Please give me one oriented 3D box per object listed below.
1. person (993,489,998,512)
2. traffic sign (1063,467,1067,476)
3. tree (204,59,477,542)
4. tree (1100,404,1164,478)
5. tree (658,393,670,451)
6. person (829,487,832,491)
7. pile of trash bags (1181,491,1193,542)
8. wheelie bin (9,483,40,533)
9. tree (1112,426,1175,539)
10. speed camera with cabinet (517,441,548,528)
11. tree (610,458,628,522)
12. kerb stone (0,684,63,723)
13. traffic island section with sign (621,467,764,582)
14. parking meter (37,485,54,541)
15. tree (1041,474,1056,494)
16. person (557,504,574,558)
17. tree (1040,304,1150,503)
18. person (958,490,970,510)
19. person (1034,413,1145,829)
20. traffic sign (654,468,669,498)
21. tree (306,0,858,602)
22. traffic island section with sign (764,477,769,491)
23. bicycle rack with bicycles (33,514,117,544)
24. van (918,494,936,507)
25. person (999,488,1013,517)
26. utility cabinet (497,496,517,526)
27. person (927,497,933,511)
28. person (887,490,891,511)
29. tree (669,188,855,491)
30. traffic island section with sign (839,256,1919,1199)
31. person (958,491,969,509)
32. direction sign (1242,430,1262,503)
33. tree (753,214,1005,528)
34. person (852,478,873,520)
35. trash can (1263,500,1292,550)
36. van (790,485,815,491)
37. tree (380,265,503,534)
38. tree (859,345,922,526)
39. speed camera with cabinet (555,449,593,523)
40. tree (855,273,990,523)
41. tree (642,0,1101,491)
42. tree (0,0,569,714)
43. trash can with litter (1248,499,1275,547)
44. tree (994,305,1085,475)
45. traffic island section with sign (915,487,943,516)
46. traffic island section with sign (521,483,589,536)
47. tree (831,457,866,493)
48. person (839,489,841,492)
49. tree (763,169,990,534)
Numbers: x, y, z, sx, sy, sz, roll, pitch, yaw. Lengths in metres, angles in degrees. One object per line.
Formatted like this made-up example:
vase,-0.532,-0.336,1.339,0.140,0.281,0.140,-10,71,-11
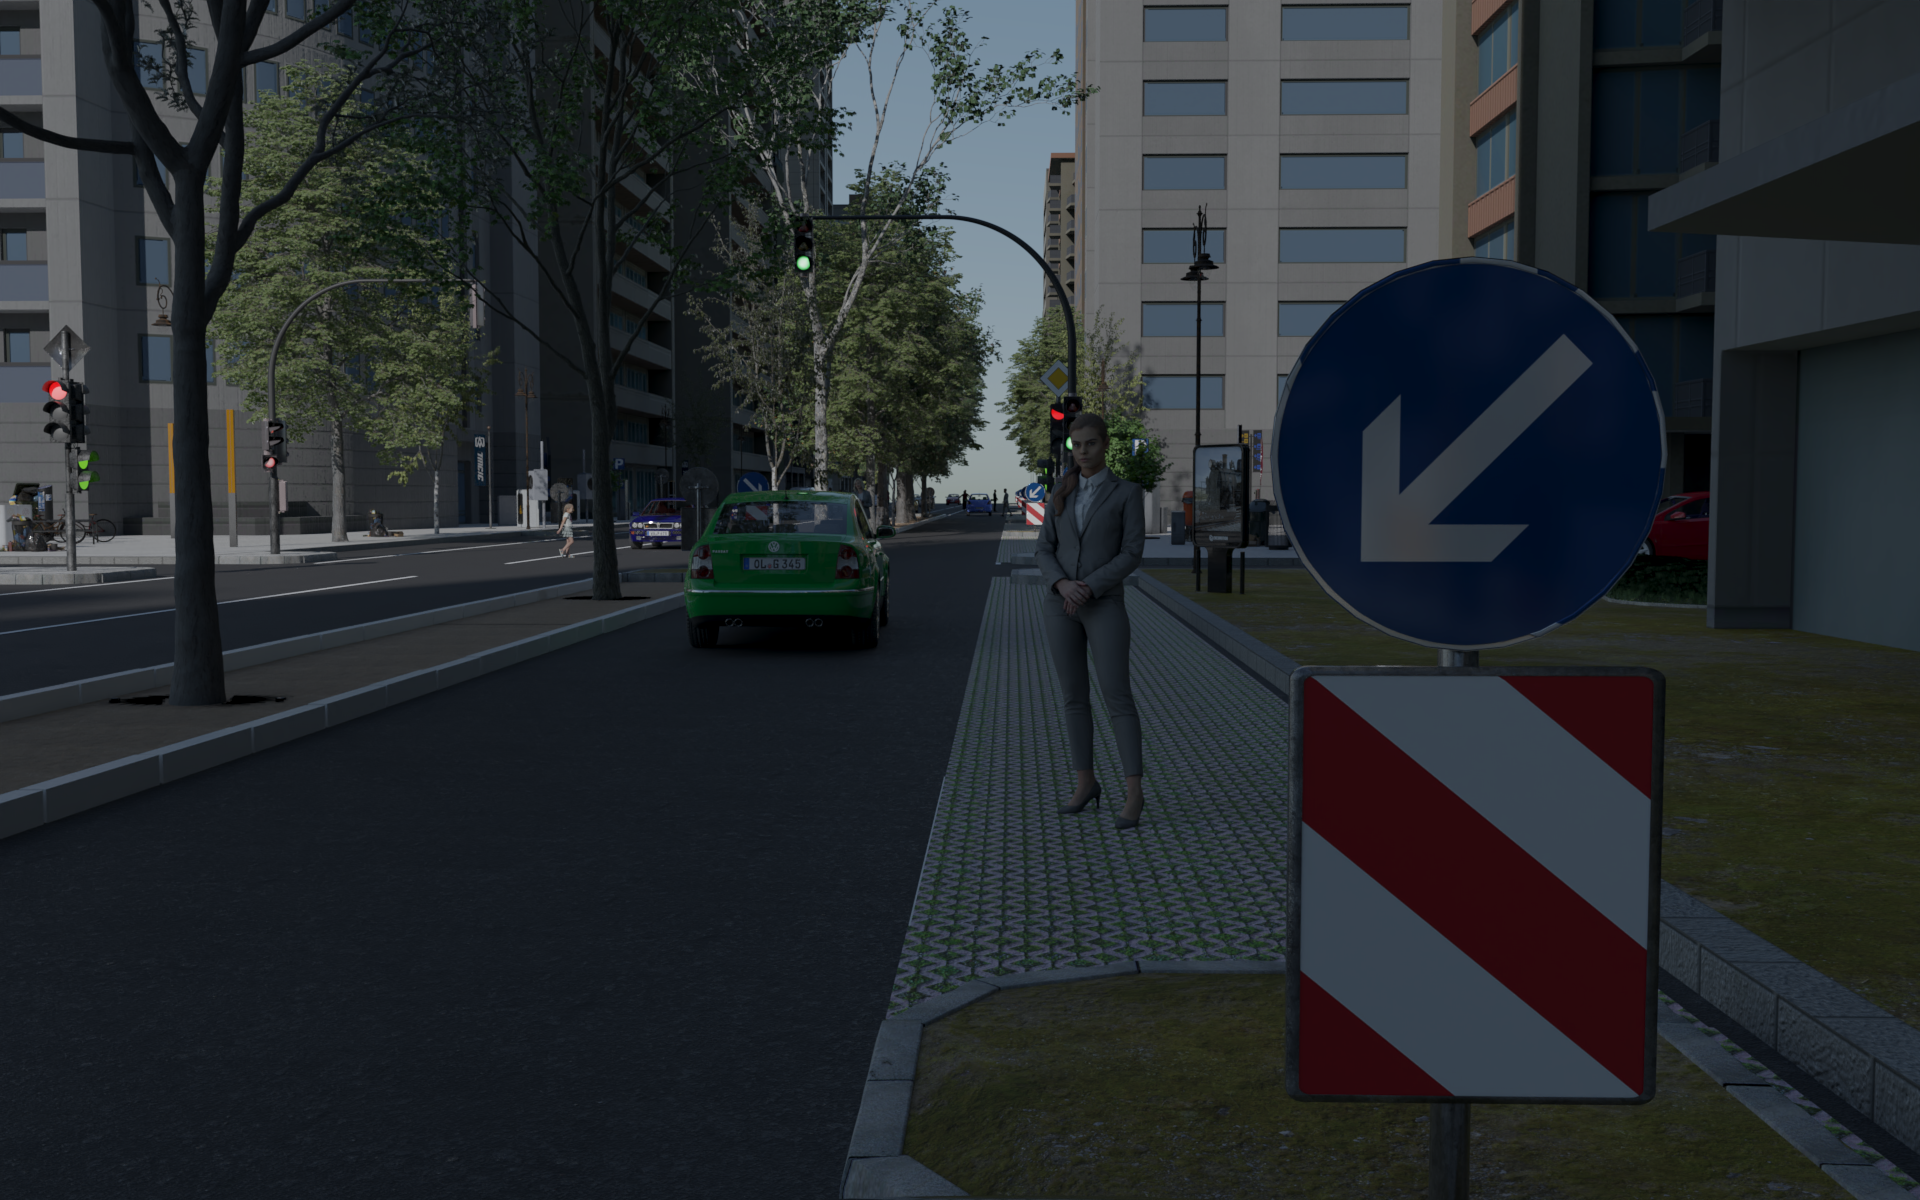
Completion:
person,2.883,-8.115,141.198,0.705,1.821,1.348,-1,4,-10
traffic sign,5.027,-4.789,78.404,0.768,2.556,0.104,0,4,6
tree,-17.116,-7.835,46.230,7.486,12.596,7.792,0,3,0
tree,5.805,-4.875,63.416,4.285,4.588,4.351,0,3,0
tree,-15.021,-9.135,99.721,4.360,8.622,3.978,0,3,0
person,-7.846,-5.943,105.586,0.656,1.842,0.836,1,4,20
pile of trash bags,6.803,-2.257,46.659,1.912,1.369,3.447,2,4,30
wheelie bin,-26.460,-2.530,49.271,0.693,1.594,0.980,3,4,38
tree,5.190,-3.368,49.668,1.663,3.219,1.824,0,3,0
speed camera with cabinet,-16.210,-4.357,65.579,0.660,3.252,2.038,-2,4,-32
tree,-16.347,-5.190,79.458,1.663,3.219,1.824,0,3,0
kerb stone,-6.018,0.674,11.193,0.120,0.150,1.000,0,4,2
traffic island section with sign,-4.457,-1.266,28.843,2.006,1.907,1.989,0,4,2
parking meter,-24.988,-2.380,47.328,0.372,1.533,0.369,0,3,0
tree,7.525,-9.083,143.114,1.663,3.219,1.824,0,3,0
person,-8.903,-1.566,39.124,0.382,1.210,0.505,-1,4,-10
tree,5.230,-7.211,68.259,4.737,8.622,4.395,0,3,0
person,0.467,-8.890,153.808,1.348,1.831,0.705,1,4,15
person,0.563,0.071,7.611,0.520,1.790,0.573,1,4,11
traffic sign,-14.799,-5.249,85.933,0.768,2.556,0.104,1,4,9
tree,-4.876,-5.807,23.160,9.928,11.665,9.643,0,3,0
traffic island section with sign,-4.226,-1.719,36.246,2.006,1.907,1.989,0,4,2
bicycle rack with bicycles,-23.408,-1.908,44.576,2.925,0.926,2.852,-1,4,-22
van,-3.551,-11.000,186.863,2.013,2.044,4.112,0,4,1
person,2.934,-6.165,109.566,0.850,1.792,0.678,-1,4,-16
utility cabinet,-18.248,-3.621,70.372,1.020,1.237,0.306,-2,4,-26
person,-2.626,-8.557,148.425,0.705,1.822,1.348,-2,4,-31
person,-5.905,-8.206,143.390,0.721,1.743,1.217,1,4,14
tree,-4.322,-5.356,40.398,4.360,8.622,3.978,0,3,0
traffic island section with sign,0.775,0.301,3.705,1.989,1.847,2.006,0,4,2
person,0.363,-9.563,165.380,1.217,1.766,0.721,1,4,14
direction sign,10.306,-4.244,61.379,0.876,3.537,0.379,3,5,42
tree,-3.069,-9.103,68.300,9.611,12.733,9.660,0,3,0
person,-2.285,-1.909,39.893,0.537,1.800,0.526,1,4,9
trash can,7.329,-1.721,39.795,0.748,1.137,0.748,0,3,0
van,-9.241,-5.711,100.390,2.013,2.044,4.112,0,4,2
tree,-16.832,-6.437,55.601,4.737,8.622,4.395,0,3,0
tree,-2.992,-7.597,77.032,4.737,8.622,4.395,0,3,0
speed camera with cabinet,-16.875,-5.003,76.142,0.660,3.252,2.038,2,4,32
tree,-2.703,-11.320,94.189,9.857,13.997,8.962,0,3,0
tree,-2.805,-11.635,48.574,12.611,20.169,13.585,0,3,0
tree,-5.226,-6.039,11.558,12.009,13.543,11.850,0,3,0
trash can with litter,7.313,-1.900,42.445,0.624,1.170,1.055,2,4,25
tree,5.775,-11.388,104.325,7.486,12.596,7.792,0,3,0
traffic island section with sign,-1.981,-6.313,111.352,2.006,1.907,1.989,0,4,2
traffic island section with sign,-13.920,-3.130,59.796,1.989,1.847,2.006,0,4,2
tree,-12.131,-15.540,188.484,8.767,10.594,7.601,0,3,0
person,-9.664,-7.988,139.121,1.348,1.822,0.705,1,4,9
tree,-3.016,-8.507,59.667,7.486,12.596,7.792,0,3,0
